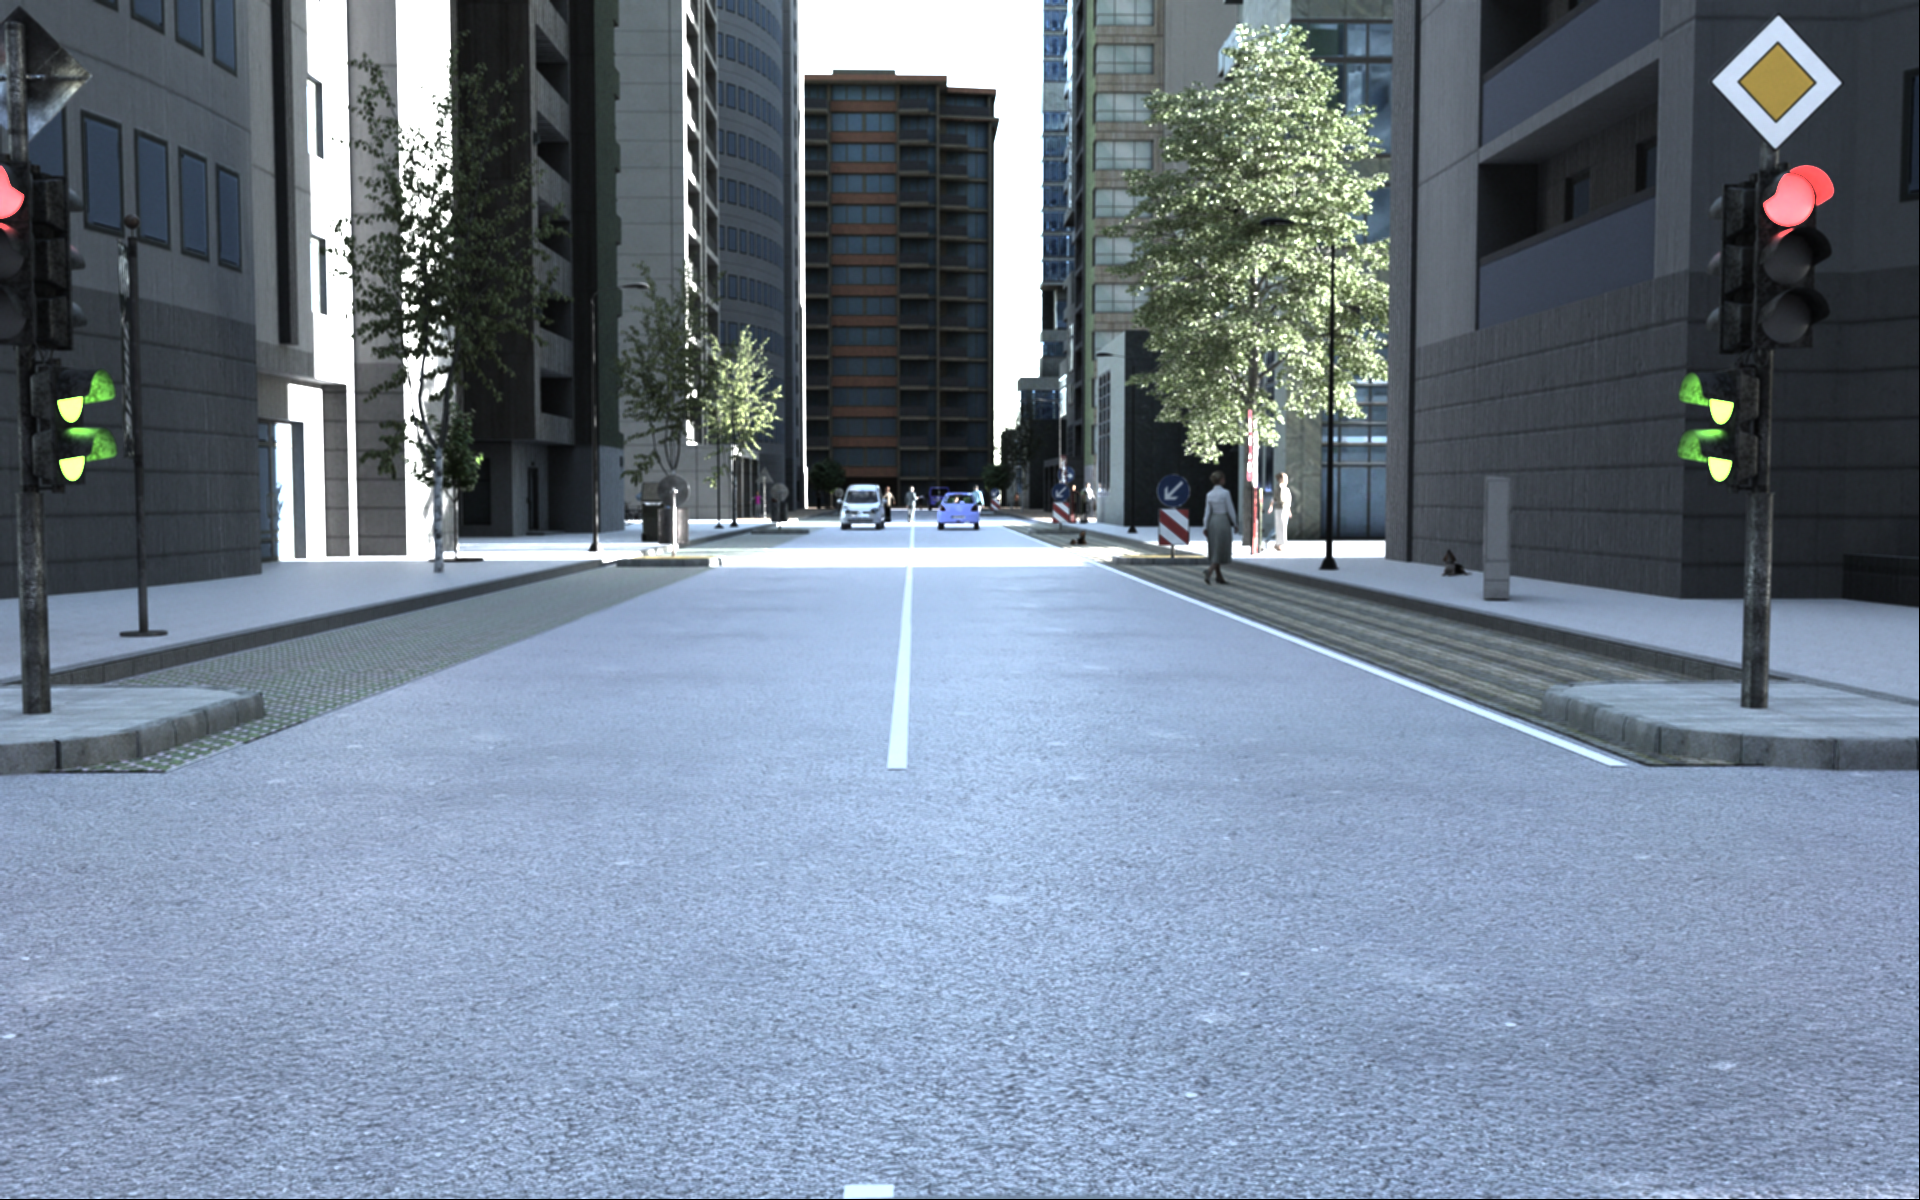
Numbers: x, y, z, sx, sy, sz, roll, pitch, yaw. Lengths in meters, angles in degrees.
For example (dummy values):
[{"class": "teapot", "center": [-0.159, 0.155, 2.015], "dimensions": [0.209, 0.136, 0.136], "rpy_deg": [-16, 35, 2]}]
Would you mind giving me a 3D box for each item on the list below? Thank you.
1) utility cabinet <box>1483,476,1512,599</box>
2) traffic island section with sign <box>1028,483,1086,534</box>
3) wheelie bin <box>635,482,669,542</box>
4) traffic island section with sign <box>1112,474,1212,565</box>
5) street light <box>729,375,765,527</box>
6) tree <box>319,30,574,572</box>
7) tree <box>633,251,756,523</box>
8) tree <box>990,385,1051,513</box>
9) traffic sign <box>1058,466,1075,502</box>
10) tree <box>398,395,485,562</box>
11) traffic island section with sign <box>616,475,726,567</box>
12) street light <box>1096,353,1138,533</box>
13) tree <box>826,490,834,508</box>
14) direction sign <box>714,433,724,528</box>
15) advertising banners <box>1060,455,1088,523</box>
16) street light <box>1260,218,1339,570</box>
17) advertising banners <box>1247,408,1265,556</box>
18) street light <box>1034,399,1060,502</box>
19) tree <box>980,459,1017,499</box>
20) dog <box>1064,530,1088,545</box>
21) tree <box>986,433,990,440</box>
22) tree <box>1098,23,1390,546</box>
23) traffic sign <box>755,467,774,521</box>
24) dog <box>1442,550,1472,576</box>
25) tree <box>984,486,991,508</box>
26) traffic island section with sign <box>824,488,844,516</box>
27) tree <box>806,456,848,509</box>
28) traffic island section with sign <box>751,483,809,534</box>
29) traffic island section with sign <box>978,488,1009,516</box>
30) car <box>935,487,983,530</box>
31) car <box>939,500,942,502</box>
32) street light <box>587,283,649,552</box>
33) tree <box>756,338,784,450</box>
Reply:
[{"class": "utility cabinet", "center": [6.626, -0.774, 21.339], "dimensions": [0.318, 1.500, 1.173], "rpy_deg": [1, 4, 16]}, {"class": "traffic island section with sign", "center": [3.467, -3.293, 62.462], "dimensions": [1.989, 1.847, 2.006], "rpy_deg": [0, 4, -1]}, {"class": "wheelie bin", "center": [-8.259, -2.372, 46.691], "dimensions": [0.980, 1.594, 0.693], "rpy_deg": [0, 4, -1]}, {"class": "traffic island section with sign", "center": [4.158, -1.645, 35.516], "dimensions": [1.989, 1.847, 2.006], "rpy_deg": [0, 4, -1]}, {"class": "street light", "center": [-8.287, -5.807, 67.478], "dimensions": [1.470, 5.913, 1.316], "rpy_deg": [0, 4, -1]}, {"class": "tree", "center": [-8.516, -4.772, 28.391], "dimensions": [4.737, 8.622, 4.395], "rpy_deg": [0, 3, 0]}, {"class": "tree", "center": [-8.841, -6.282, 53.071], "dimensions": [4.737, 8.622, 4.395], "rpy_deg": [0, 3, 0]}, {"class": "tree", "center": [4.210, -10.240, 117.790], "dimensions": [4.360, 8.622, 3.978], "rpy_deg": [0, 3, 0]}, {"class": "traffic sign", "center": [4.803, -4.788, 78.394], "dimensions": [0.768, 2.556, 0.104], "rpy_deg": [0, 4, 3]}, {"class": "tree", "center": [-9.635, -2.364, 33.256], "dimensions": [1.663, 3.219, 1.824], "rpy_deg": [0, 3, 0]}, {"class": "traffic island section with sign", "center": [-5.751, -1.599, 34.771], "dimensions": [1.989, 1.847, 2.006], "rpy_deg": [0, 4, -1]}, {"class": "street light", "center": [5.158, -5.169, 57.061], "dimensions": [1.470, 5.913, 1.316], "rpy_deg": [0, 4, -1]}, {"class": "tree", "center": [-12.002, -10.106, 159.831], "dimensions": [1.663, 3.219, 1.824], "rpy_deg": [0, 3, 0]}, {"class": "direction sign", "center": [-9.052, -4.461, 64.934], "dimensions": [0.379, 3.537, 0.876], "rpy_deg": [0, 4, -7]}, {"class": "advertising banners", "center": [5.004, -4.904, 76.373], "dimensions": [0.090, 3.025, 2.074], "rpy_deg": [-2, 4, -31]}, {"class": "street light", "center": [5.735, -3.470, 29.277], "dimensions": [1.470, 5.913, 1.316], "rpy_deg": [0, 4, -1]}, {"class": "advertising banners", "center": [6.203, -2.461, 36.427], "dimensions": [0.090, 3.025, 2.074], "rpy_deg": [1, 4, 19]}, {"class": "street light", "center": [4.325, -6.858, 84.672], "dimensions": [1.470, 5.913, 1.316], "rpy_deg": [0, 4, -1]}, {"class": "tree", "center": [3.443, -10.511, 155.563], "dimensions": [4.285, 4.588, 4.351], "rpy_deg": [0, 3, 0]}, {"class": "dog", "center": [3.285, -1.749, 48.790], "dimensions": [0.748, 0.427, 0.550], "rpy_deg": [0, 4, 4]}, {"class": "tree", "center": [4.053, -11.327, 135.555], "dimensions": [4.360, 8.622, 3.978], "rpy_deg": [0, 3, 0]}, {"class": "tree", "center": [7.241, -7.576, 41.987], "dimensions": [7.486, 12.596, 7.792], "rpy_deg": [0, 3, 0]}, {"class": "traffic sign", "center": [-9.245, -5.006, 81.849], "dimensions": [0.884, 2.594, 0.081], "rpy_deg": [0, 4, 1]}, {"class": "dog", "center": [7.880, -0.590, 27.377], "dimensions": [0.748, 0.427, 0.550], "rpy_deg": [-1, 4, -12]}, {"class": "tree", "center": [3.216, -10.054, 158.990], "dimensions": [1.663, 3.219, 1.824], "rpy_deg": [0, 3, 0]}, {"class": "traffic island section with sign", "center": [-7.737, -6.316, 111.901], "dimensions": [1.989, 1.847, 2.006], "rpy_deg": [0, 4, -1]}, {"class": "tree", "center": [-12.041, -10.483, 155.112], "dimensions": [4.285, 4.588, 4.351], "rpy_deg": [0, 3, 0]}, {"class": "traffic island section with sign", "center": [-6.446, -3.284, 62.327], "dimensions": [1.989, 1.847, 2.006], "rpy_deg": [0, 4, -1]}, {"class": "traffic island section with sign", "center": [2.161, -6.388, 113.079], "dimensions": [1.989, 1.847, 2.006], "rpy_deg": [0, 4, -1]}, {"class": "car", "center": [-0.046, -3.739, 70.725], "dimensions": [1.945, 1.707, 3.694], "rpy_deg": [0, 4, 0]}, {"class": "car", "center": [-0.102, -4.845, 88.808], "dimensions": [1.945, 1.707, 3.694], "rpy_deg": [0, 4, -3]}, {"class": "street light", "center": [-7.542, -4.020, 38.266], "dimensions": [1.470, 5.913, 1.316], "rpy_deg": [0, 4, -1]}, {"class": "tree", "center": [-9.877, -7.697, 76.201], "dimensions": [4.737, 8.622, 4.395], "rpy_deg": [0, 3, 0]}]
